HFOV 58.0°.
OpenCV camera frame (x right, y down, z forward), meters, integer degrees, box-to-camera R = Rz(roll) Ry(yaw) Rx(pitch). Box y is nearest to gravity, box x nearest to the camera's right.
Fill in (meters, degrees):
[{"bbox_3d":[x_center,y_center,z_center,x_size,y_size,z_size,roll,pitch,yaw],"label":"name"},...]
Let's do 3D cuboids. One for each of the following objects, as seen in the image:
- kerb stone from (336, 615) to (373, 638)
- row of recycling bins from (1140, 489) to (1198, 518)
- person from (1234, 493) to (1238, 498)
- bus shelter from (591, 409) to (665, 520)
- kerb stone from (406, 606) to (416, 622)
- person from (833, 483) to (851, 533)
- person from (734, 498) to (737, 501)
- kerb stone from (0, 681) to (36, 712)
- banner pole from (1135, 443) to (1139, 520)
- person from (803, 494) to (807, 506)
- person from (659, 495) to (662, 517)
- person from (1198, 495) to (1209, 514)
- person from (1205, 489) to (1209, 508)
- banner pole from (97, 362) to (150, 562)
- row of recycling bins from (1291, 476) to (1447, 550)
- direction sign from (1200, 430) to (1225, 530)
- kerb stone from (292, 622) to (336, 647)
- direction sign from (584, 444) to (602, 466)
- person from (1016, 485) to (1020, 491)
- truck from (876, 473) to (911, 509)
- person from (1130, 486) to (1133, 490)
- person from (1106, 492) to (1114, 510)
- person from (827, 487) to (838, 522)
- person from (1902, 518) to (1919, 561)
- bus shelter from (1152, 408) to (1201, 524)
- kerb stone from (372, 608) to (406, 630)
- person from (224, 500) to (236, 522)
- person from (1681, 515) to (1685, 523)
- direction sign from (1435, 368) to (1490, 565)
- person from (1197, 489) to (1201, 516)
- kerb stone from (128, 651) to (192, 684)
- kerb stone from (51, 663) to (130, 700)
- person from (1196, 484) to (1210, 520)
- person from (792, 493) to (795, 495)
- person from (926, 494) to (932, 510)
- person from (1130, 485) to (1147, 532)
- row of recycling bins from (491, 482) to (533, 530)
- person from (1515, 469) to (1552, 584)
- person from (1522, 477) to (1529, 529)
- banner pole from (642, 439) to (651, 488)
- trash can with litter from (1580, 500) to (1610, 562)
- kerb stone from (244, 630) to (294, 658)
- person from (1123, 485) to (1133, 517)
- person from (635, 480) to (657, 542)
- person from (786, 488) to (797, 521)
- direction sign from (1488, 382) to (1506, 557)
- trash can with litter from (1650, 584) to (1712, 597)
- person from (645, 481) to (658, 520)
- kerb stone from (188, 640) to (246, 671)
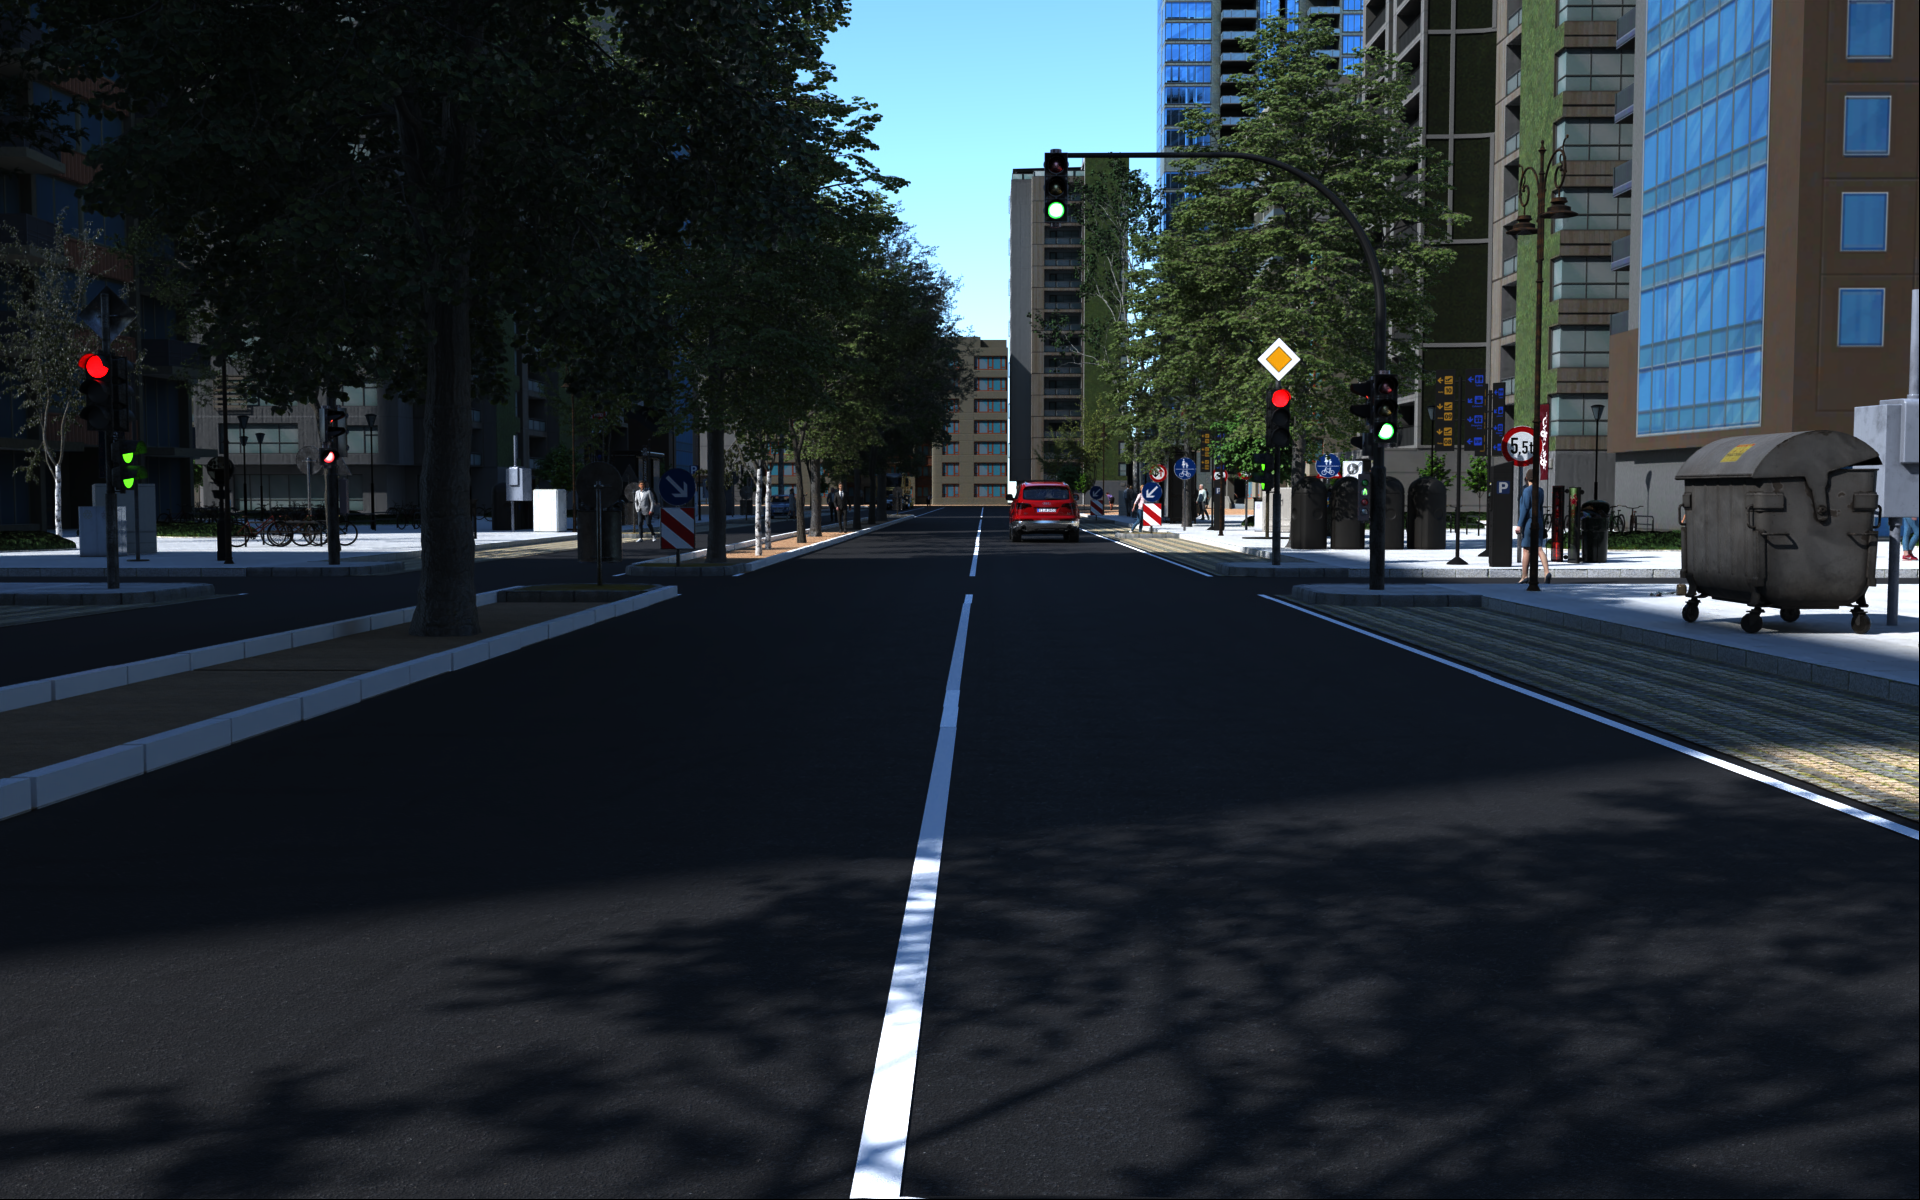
[{"bbox_3d":[-6.218,0.284,17.558,0.120,0.150,1.000,0,4,1],"label":"kerb stone"},{"bbox_3d":[11.265,-5.368,94.874,3.534,1.692,1.069,0,3,0],"label":"row of recycling bins"},{"bbox_3d":[28.715,-10.821,182.966,1.348,1.824,0.705,2,4,28],"label":"person"},{"bbox_3d":[-16.258,-6.526,84.336,2.179,5.291,8.768,0,4,1],"label":"bus shelter"},{"bbox_3d":[-6.186,0.158,19.614,0.120,0.150,1.000,0,4,1],"label":"kerb stone"},{"bbox_3d":[-4.320,-3.386,63.643,0.659,1.850,0.755,0,4,-5],"label":"person"},{"bbox_3d":[-17.679,-7.624,133.949,0.557,1.426,1.065,2,4,35],"label":"person"},{"bbox_3d":[-6.315,0.660,11.407,0.120,0.150,1.000,0,4,1],"label":"kerb stone"},{"bbox_3d":[8.762,-5.833,85.387,0.401,3.779,0.863,0,4,0],"label":"banner pole"},{"bbox_3d":[-16.855,-10.890,187.357,0.742,1.727,0.445,0,4,-4],"label":"person"},{"bbox_3d":[-16.742,-5.576,97.411,0.606,1.804,0.583,-3,4,-38],"label":"person"},{"bbox_3d":[15.622,-6.467,112.296,1.217,1.766,0.721,3,5,40],"label":"person"},{"bbox_3d":[21.880,-9.076,154.875,0.568,1.767,0.683,3,4,37],"label":"person"},{"bbox_3d":[-15.934,-2.624,32.925,0.863,3.779,0.401,-1,4,-19],"label":"banner pole"},{"bbox_3d":[9.517,-2.032,40.340,3.534,1.692,1.069,0,4,4],"label":"row of recycling bins"},{"bbox_3d":[8.990,-4.260,61.654,0.876,3.537,0.379,1,4,20],"label":"direction sign"},{"bbox_3d":[-6.230,0.346,16.537,0.120,0.150,1.000,0,4,1],"label":"kerb stone"},{"bbox_3d":[-16.640,-5.299,78.634,0.876,3.537,0.379,1,4,15],"label":"direction sign"},{"bbox_3d":[2.305,-3.461,65.437,0.444,1.785,0.601,-2,4,-35],"label":"person"},{"bbox_3d":[-6.257,-10.159,162.015,3.469,3.379,9.791,0,4,3],"label":"truck"},{"bbox_3d":[11.172,-6.555,113.305,0.705,1.814,1.350,0,4,-8],"label":"person"},{"bbox_3d":[11.851,-7.795,136.730,0.697,1.427,0.421,2,4,34],"label":"person"},{"bbox_3d":[-6.567,-4.947,89.784,0.661,1.777,0.834,-1,4,-14],"label":"person"},{"bbox_3d":[18.320,-1.671,33.373,0.388,1.821,0.555,1,4,11],"label":"person"},{"bbox_3d":[9.873,-6.174,78.572,2.179,5.291,8.768,0,4,1],"label":"bus shelter"},{"bbox_3d":[-6.199,0.221,18.584,0.120,0.150,1.000,0,4,1],"label":"kerb stone"},{"bbox_3d":[-32.397,-4.067,76.794,0.590,1.304,0.306,-3,4,-37],"label":"person"},{"bbox_3d":[17.996,-1.971,42.522,0.306,1.304,0.590,-2,4,-26],"label":"person"},{"bbox_3d":[9.062,-2.413,31.455,0.876,3.537,0.379,2,4,28],"label":"direction sign"},{"bbox_3d":[13.441,-5.691,99.192,0.850,1.850,0.679,-1,4,-11],"label":"person"},{"bbox_3d":[-6.277,0.540,13.460,0.120,0.150,1.000,0,4,1],"label":"kerb stone"},{"bbox_3d":[-6.287,0.597,12.436,0.120,0.150,1.000,0,4,1],"label":"kerb stone"},{"bbox_3d":[11.896,-4.810,85.178,0.515,1.767,0.782,-2,4,-31],"label":"person"},{"bbox_3d":[-13.969,-8.386,144.065,0.530,1.710,0.541,3,5,44],"label":"person"},{"bbox_3d":[-2.701,-8.657,153.224,0.799,1.438,0.628,3,4,36],"label":"person"},{"bbox_3d":[6.017,-3.035,58.790,0.598,1.740,0.731,2,4,30],"label":"person"},{"bbox_3d":[-16.202,-3.408,62.826,1.069,1.692,3.534,0,4,1],"label":"row of recycling bins"},{"bbox_3d":[8.995,-1.140,27.167,0.581,1.822,0.654,-1,4,-18],"label":"person"},{"bbox_3d":[15.597,-2.515,47.367,0.606,1.804,0.583,-1,4,-23],"label":"person"},{"bbox_3d":[-14.151,-5.402,78.342,0.401,3.779,0.863,1,4,20],"label":"banner pole"},{"bbox_3d":[11.908,-1.302,32.678,0.624,1.170,1.055,1,4,15],"label":"trash can with litter"},{"bbox_3d":[-6.249,0.409,15.511,0.120,0.150,1.000,0,4,1],"label":"kerb stone"},{"bbox_3d":[9.678,-5.685,99.099,0.679,1.850,0.850,1,4,9],"label":"person"},{"bbox_3d":[-9.414,-2.656,51.775,0.661,1.843,0.795,1,4,20],"label":"person"},{"bbox_3d":[-8.960,-5.075,92.230,0.466,1.731,0.760,2,4,26],"label":"person"},{"bbox_3d":[10.839,-2.660,35.486,0.379,3.537,0.876,-1,4,-23],"label":"direction sign"},{"bbox_3d":[9.792,-0.668,21.982,2.233,1.210,1.678,0,4,-1],"label":"trash can with litter"},{"bbox_3d":[-13.600,-4.273,75.686,0.659,1.850,0.755,0,4,5],"label":"person"},{"bbox_3d":[-6.265,0.471,14.489,0.120,0.150,1.000,0,4,1],"label":"kerb stone"}]
